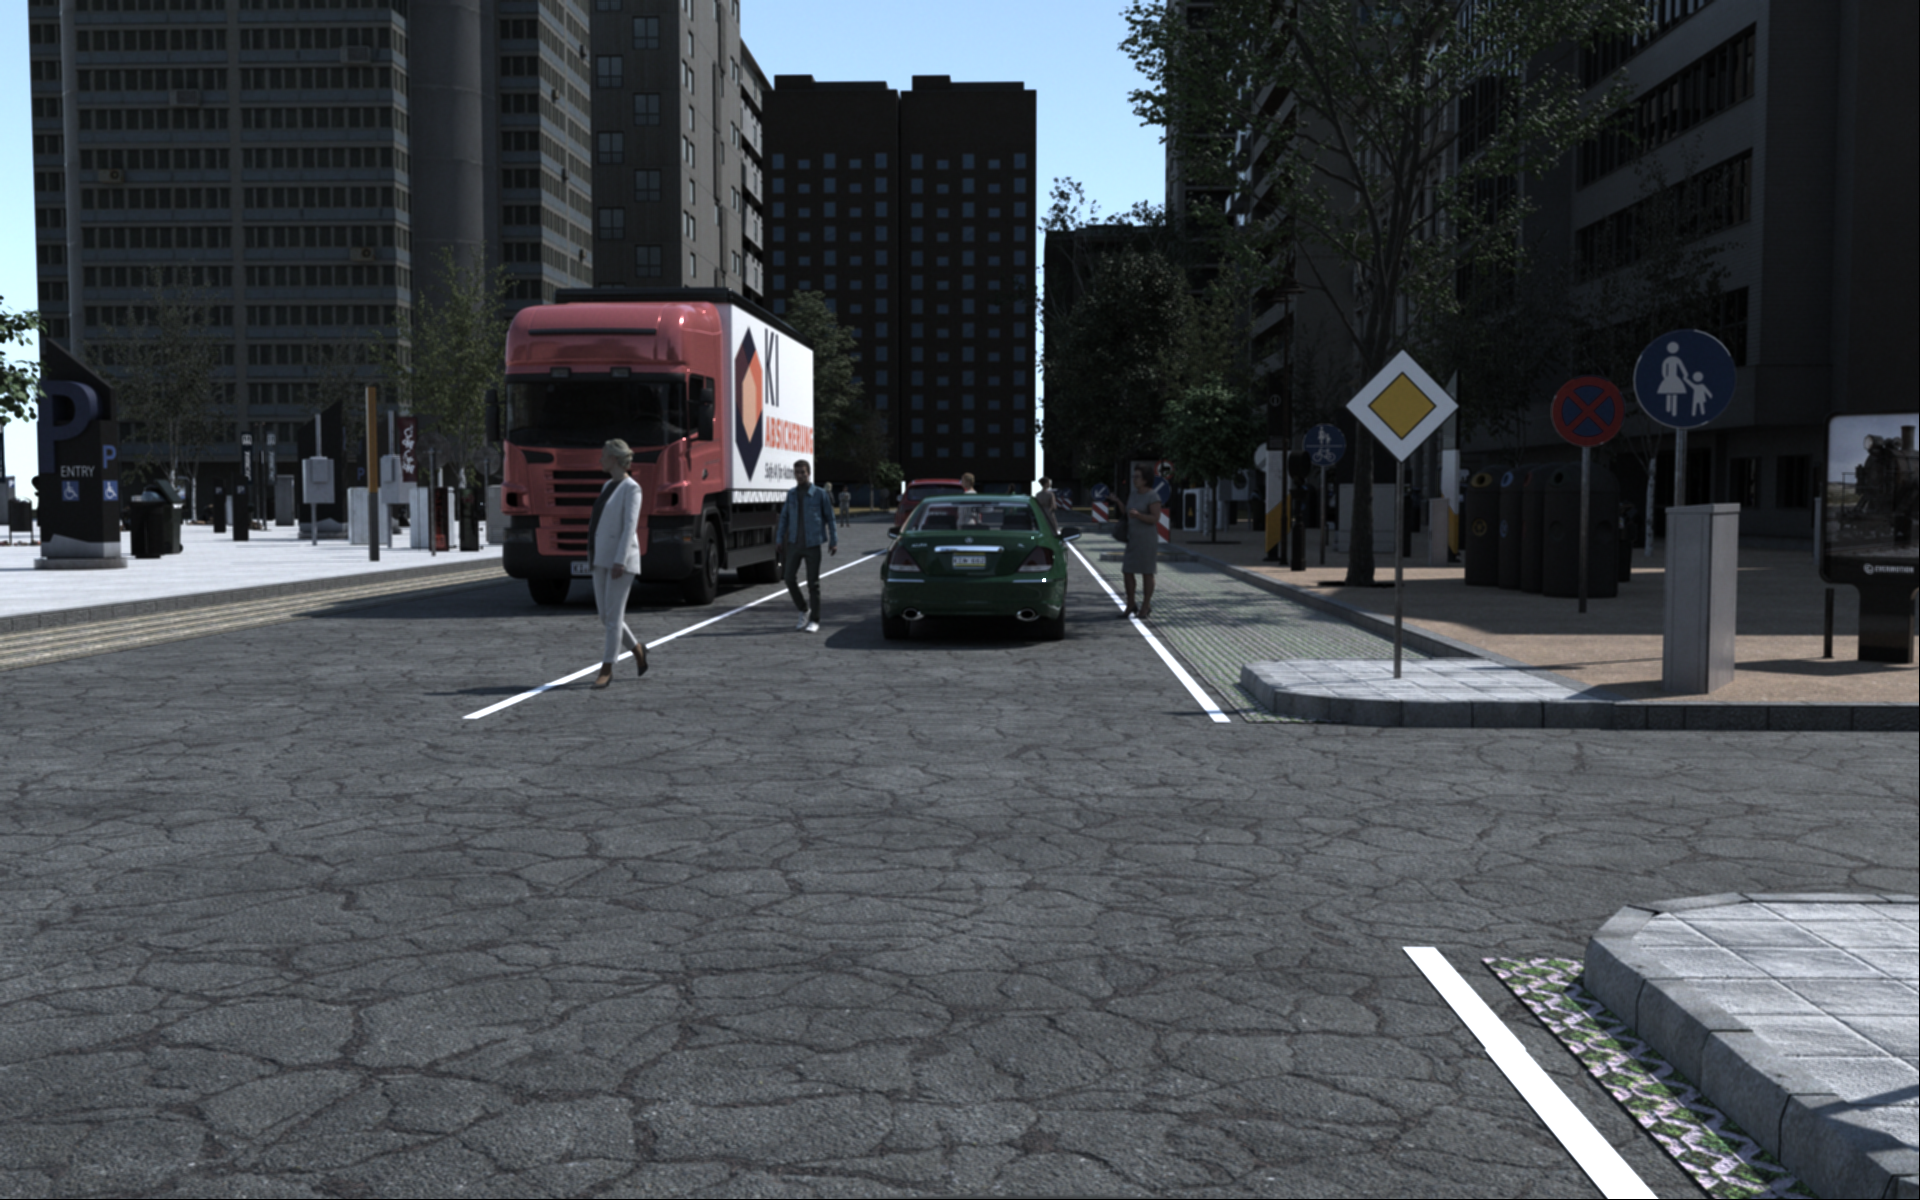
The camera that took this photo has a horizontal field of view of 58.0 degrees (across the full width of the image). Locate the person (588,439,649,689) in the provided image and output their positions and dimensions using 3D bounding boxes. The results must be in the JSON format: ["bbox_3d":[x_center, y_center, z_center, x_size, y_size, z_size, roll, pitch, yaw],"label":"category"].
[{"bbox_3d":[-2.541,-0.284,13.021,0.514,1.842,0.818,2,4,29],"label":"person"}]

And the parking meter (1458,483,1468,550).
[{"bbox_3d":[11.608,-1.918,39.768,0.372,1.533,0.369,0,3,0],"label":"parking meter"}]

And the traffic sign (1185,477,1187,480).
[{"bbox_3d":[9.229,-4.431,72.554,0.768,2.556,0.104,0,4,8],"label":"traffic sign"}]

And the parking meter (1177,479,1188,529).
[{"bbox_3d":[8.147,-3.532,63.465,0.255,1.863,0.399,-2,4,-30],"label":"parking meter"}]

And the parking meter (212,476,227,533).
[{"bbox_3d":[-24.507,-3.159,57.353,0.399,1.863,0.255,-1,4,-18],"label":"parking meter"}]

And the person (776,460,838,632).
[{"bbox_3d":[-1.595,-0.562,18.039,0.601,1.785,0.444,1,4,21],"label":"person"}]

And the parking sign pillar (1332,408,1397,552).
[{"bbox_3d":[9.126,-3.085,38.920,1.447,3.967,1.447,1,4,20],"label":"parking sign pillar"}]

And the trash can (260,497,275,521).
[{"bbox_3d":[-33.401,-4.400,83.585,0.748,1.137,0.748,0,3,0],"label":"trash can"}]

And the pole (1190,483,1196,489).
[{"bbox_3d":[8.268,-4.134,61.433,0.158,3.312,0.155,0,3,0],"label":"pole"}]

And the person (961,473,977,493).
[{"bbox_3d":[0.151,-1.228,28.925,0.624,1.780,0.694,3,5,39],"label":"person"}]

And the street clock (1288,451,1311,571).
[{"bbox_3d":[5.655,-1.488,28.895,0.358,2.002,0.471,2,4,34],"label":"street clock"}]

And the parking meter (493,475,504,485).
[{"bbox_3d":[-14.150,-2.908,53.257,0.255,1.863,0.399,-3,5,-44],"label":"parking meter"}]

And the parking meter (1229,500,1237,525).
[{"bbox_3d":[11.429,-4.093,72.625,0.399,1.863,0.255,-1,4,-12],"label":"parking meter"}]

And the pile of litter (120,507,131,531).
[{"bbox_3d":[-29.001,-2.807,59.863,1.176,0.858,1.719,2,4,30],"label":"pile of litter"}]

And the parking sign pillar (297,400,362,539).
[{"bbox_3d":[-18.284,-3.745,49.706,1.447,3.967,1.447,0,4,4],"label":"parking sign pillar"}]

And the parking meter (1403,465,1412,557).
[{"bbox_3d":[9.028,-1.805,35.218,0.255,1.863,0.399,0,4,6],"label":"parking meter"}]

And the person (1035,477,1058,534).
[{"bbox_3d":[1.803,-1.605,35.075,0.599,1.781,0.374,2,4,28],"label":"person"}]

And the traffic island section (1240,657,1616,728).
[{"bbox_3d":[3.068,0.624,12.080,2.009,0.180,2.903,0,4,2],"label":"traffic island section"}]

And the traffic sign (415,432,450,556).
[{"bbox_3d":[-10.894,-2.181,35.771,0.768,2.556,0.104,0,4,8],"label":"traffic sign"}]

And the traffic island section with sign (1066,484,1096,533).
[{"bbox_3d":[5.043,-3.391,64.079,1.989,1.847,2.006,0,4,2],"label":"traffic island section with sign"}]

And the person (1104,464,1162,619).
[{"bbox_3d":[1.966,-0.680,19.970,0.532,1.782,0.716,-3,4,-36],"label":"person"}]

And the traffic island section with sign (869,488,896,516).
[{"bbox_3d":[-4.934,-6.470,114.405,1.989,1.847,2.006,0,4,2],"label":"traffic island section with sign"}]

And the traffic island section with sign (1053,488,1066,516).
[{"bbox_3d":[6.924,-6.451,114.099,1.989,1.847,2.006,0,4,2],"label":"traffic island section with sign"}]

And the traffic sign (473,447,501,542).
[{"bbox_3d":[-12.733,-2.844,46.611,0.768,2.556,0.104,1,4,9],"label":"traffic sign"}]

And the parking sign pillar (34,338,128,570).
[{"bbox_3d":[-15.165,-2.526,29.771,1.447,3.967,1.447,1,4,15],"label":"parking sign pillar"}]

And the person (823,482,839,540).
[{"bbox_3d":[-4.157,-2.802,54.495,0.537,1.800,0.526,3,4,37],"label":"person"}]

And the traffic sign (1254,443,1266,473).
[{"bbox_3d":[7.590,-2.595,42.541,0.768,2.556,0.104,1,4,11],"label":"traffic sign"}]

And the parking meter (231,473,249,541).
[{"bbox_3d":[-19.610,-2.539,47.221,0.399,1.863,0.255,-2,4,-35],"label":"parking meter"}]

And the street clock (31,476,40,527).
[{"bbox_3d":[-36.395,-3.908,68.462,0.471,2.002,0.358,-1,4,-18],"label":"street clock"}]

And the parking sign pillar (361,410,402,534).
[{"bbox_3d":[-18.628,-4.092,55.377,1.447,3.967,1.447,2,4,31],"label":"parking sign pillar"}]

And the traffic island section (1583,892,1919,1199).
[{"bbox_3d":[2.766,1.112,4.101,2.009,0.180,2.903,0,4,2],"label":"traffic island section"}]

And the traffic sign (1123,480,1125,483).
[{"bbox_3d":[8.592,-5.309,86.804,0.884,2.594,0.081,1,4,8],"label":"traffic sign"}]

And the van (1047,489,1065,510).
[{"bbox_3d":[7.953,-8.576,147.226,2.013,2.044,4.112,0,4,2],"label":"van"}]

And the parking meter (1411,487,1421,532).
[{"bbox_3d":[15.247,-3.037,58.072,0.372,1.533,0.369,0,3,0],"label":"parking meter"}]

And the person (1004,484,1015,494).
[{"bbox_3d":[1.835,-3.185,60.814,0.529,1.795,0.600,-1,4,-11],"label":"person"}]

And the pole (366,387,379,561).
[{"bbox_3d":[-11.230,-2.401,33.107,0.158,3.312,0.155,0,3,0],"label":"pole"}]

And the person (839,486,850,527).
[{"bbox_3d":[-5.046,-4.103,75.762,0.511,1.800,0.466,-1,4,-17],"label":"person"}]

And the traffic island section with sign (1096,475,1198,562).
[{"bbox_3d":[4.018,-1.744,37.143,1.989,1.847,2.006,0,4,2],"label":"traffic island section with sign"}]

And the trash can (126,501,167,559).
[{"bbox_3d":[-16.194,-1.398,34.505,0.748,1.137,0.748,0,3,0],"label":"trash can"}]

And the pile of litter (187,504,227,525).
[{"bbox_3d":[-31.448,-3.573,72.387,1.719,0.858,1.176,1,4,19],"label":"pile of litter"}]

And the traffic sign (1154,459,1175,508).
[{"bbox_3d":[7.414,-3.835,62.815,0.768,2.556,0.104,1,4,10],"label":"traffic sign"}]
